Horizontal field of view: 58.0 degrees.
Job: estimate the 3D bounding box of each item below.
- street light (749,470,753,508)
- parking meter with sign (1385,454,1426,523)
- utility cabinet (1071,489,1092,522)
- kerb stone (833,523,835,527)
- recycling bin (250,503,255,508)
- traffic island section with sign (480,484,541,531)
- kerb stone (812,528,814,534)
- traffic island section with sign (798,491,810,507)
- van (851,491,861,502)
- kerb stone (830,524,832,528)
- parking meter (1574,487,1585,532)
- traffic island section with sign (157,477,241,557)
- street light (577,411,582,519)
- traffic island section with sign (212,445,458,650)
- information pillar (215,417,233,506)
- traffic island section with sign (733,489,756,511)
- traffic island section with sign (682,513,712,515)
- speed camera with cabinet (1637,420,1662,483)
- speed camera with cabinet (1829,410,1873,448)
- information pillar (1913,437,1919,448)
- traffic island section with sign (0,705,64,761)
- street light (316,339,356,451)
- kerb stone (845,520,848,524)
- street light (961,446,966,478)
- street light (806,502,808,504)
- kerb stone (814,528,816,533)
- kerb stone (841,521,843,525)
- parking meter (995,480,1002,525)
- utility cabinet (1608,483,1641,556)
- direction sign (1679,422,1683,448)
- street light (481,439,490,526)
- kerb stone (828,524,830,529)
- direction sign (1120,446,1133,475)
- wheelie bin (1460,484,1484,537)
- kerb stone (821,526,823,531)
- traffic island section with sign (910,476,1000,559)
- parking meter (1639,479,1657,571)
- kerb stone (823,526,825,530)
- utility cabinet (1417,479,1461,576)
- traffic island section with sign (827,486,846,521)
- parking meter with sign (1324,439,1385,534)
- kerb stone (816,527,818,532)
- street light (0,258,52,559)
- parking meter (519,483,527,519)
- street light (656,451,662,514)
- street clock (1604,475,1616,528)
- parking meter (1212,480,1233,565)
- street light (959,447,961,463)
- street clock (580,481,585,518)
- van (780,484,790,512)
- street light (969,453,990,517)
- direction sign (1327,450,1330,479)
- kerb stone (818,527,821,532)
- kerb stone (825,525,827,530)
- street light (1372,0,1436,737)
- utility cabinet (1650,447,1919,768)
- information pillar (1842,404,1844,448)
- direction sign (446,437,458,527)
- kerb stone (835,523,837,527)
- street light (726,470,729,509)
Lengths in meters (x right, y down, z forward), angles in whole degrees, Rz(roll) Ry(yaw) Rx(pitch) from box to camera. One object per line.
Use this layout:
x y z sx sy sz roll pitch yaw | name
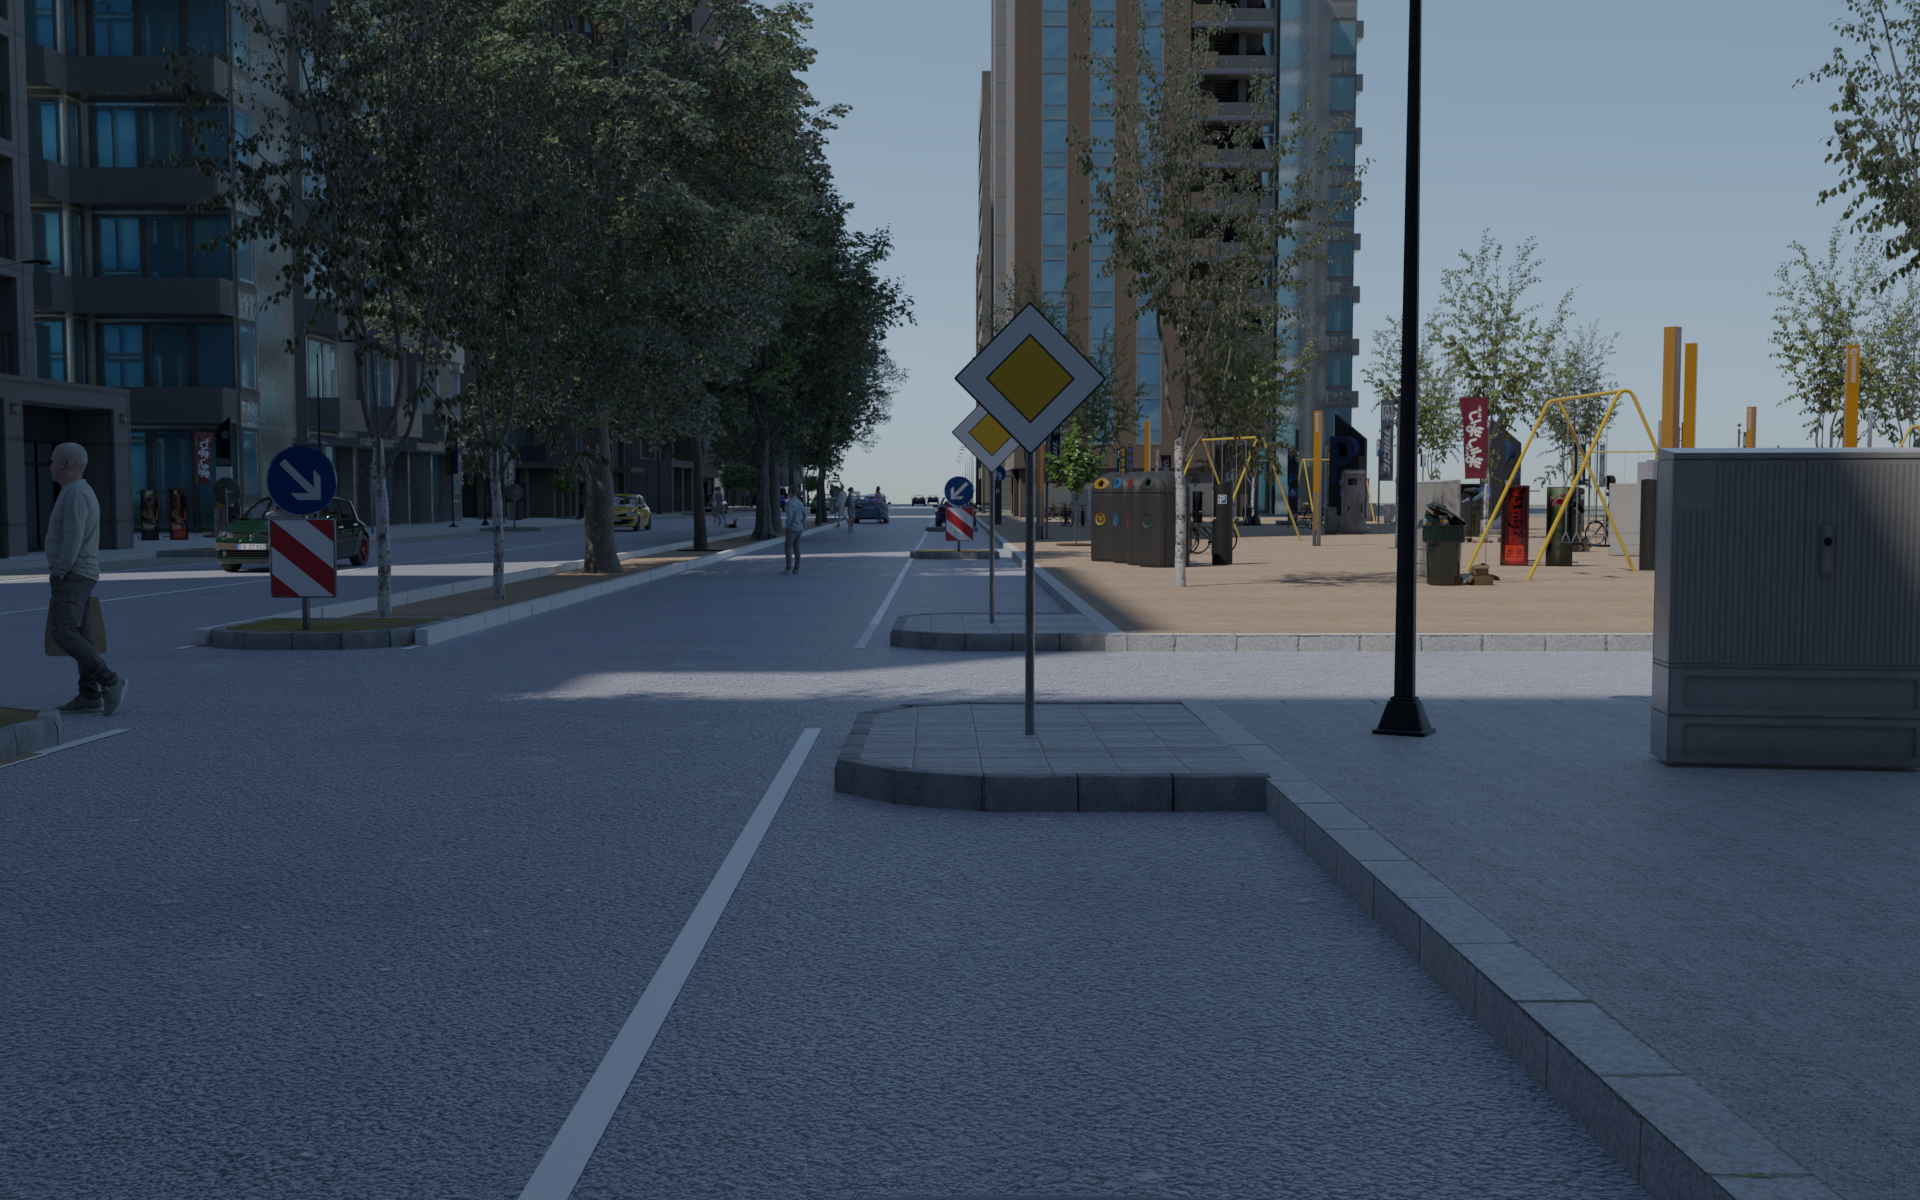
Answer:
-19.352 -11.771 164.990 1.470 5.913 1.316 0 4 0 | street light
19.675 -4.919 76.693 1.738 3.016 0.543 2 4 33 | parking meter with sign
5.575 -4.324 79.374 0.318 1.500 1.173 -3 4 -36 | utility cabinet
-5.479 -3.123 73.281 0.120 0.150 1.000 0 4 0 | kerb stone
-19.433 -2.198 48.487 0.722 1.027 0.722 -1 4 -14 | recycling bin
-17.294 -3.564 66.896 1.989 1.847 2.006 0 4 0 | traffic island section with sign
-5.404 -2.433 61.967 0.120 0.150 1.000 0 4 0 | kerb stone
-18.166 -11.577 197.911 1.989 1.847 2.006 0 4 0 | traffic island section with sign
-14.093 -13.822 232.998 2.013 2.044 4.112 0 4 -2 | van
-5.470 -2.994 71.224 0.120 0.150 1.000 0 4 0 | kerb stone
20.915 -3.066 58.548 0.372 1.533 0.369 0 3 0 | parking meter
-17.107 -1.915 39.941 1.989 1.847 2.006 0 4 0 | traffic island section with sign
-18.814 -7.053 87.851 1.470 5.913 1.316 0 4 0 | street light
-6.159 -0.533 16.855 2.006 1.907 1.989 0 4 0 | traffic island section with sign
-22.238 -3.733 52.386 0.504 3.616 0.183 0 4 4 | information pillar
-17.813 -8.288 144.140 1.989 1.847 2.006 0 4 0 | traffic island section with sign
-17.632 -6.626 116.969 1.989 1.847 2.006 0 4 0 | traffic island section with sign
19.306 -3.216 46.911 2.038 3.252 0.660 -2 4 -24 | speed camera with cabinet
20.750 -2.842 40.808 2.038 3.252 0.660 0 4 7 | speed camera with cabinet
35.830 -4.487 64.716 0.504 3.616 0.183 0 4 -5 | information pillar
-6.119 -0.080 9.448 2.006 1.907 1.989 0 4 0 | traffic island section with sign
-18.665 -4.854 51.908 1.470 5.913 1.316 0 4 0 | street light
-5.561 -3.748 83.542 0.120 0.150 1.000 0 4 0 | kerb stone
1.023 -9.818 133.070 1.470 5.913 1.316 0 4 0 | street light
-19.700 -14.725 213.292 1.470 5.913 1.316 0 4 0 | street light
-5.417 -2.496 62.997 0.120 0.150 1.000 0 4 0 | kerb stone
-5.510 -3.436 78.411 0.120 0.150 1.000 0 4 0 | kerb stone
1.530 -4.081 72.437 0.399 1.863 0.255 -1 4 -13 | parking meter
13.990 -1.649 35.636 1.173 1.500 0.318 2 4 28 | utility cabinet
22.715 -3.842 54.806 0.379 3.537 0.876 -3 4 -38 | direction sign
-18.820 -5.989 70.455 1.470 5.913 1.316 0 4 0 | street light
-5.457 -2.936 70.199 0.120 0.150 1.000 0 4 0 | kerb stone
7.864 -5.501 81.941 0.379 3.537 0.876 -3 4 -38 | direction sign
15.291 -2.691 51.900 0.980 1.594 0.693 0 3 0 | wheelie bin
-5.433 -2.684 66.074 0.120 0.150 1.000 0 4 0 | kerb stone
-0.130 -1.857 38.984 1.989 1.847 2.006 0 4 0 | traffic island section with sign
11.633 -1.267 29.122 0.372 1.533 0.369 0 3 0 | parking meter
-5.443 -2.747 67.112 0.120 0.150 1.000 0 4 0 | kerb stone
7.328 -1.099 26.642 0.318 1.500 1.173 0 4 -4 | utility cabinet
-6.672 -5.129 91.991 2.006 1.907 1.989 0 4 0 | traffic island section with sign
12.502 -3.600 55.128 1.738 3.016 0.543 0 4 2 | parking meter with sign
-5.429 -2.558 64.022 0.120 0.150 1.000 0 4 0 | kerb stone
-18.587 -3.775 34.268 1.470 5.913 1.316 0 4 0 | street light
-22.676 -5.140 89.752 0.399 1.863 0.255 1 4 15 | parking meter
-19.001 -8.546 112.263 1.470 5.913 1.316 0 4 0 | street light
24.923 -3.785 66.462 0.358 2.002 0.471 -1 4 -12 | street clock
4.769 -1.410 31.463 0.372 1.533 0.369 0 3 0 | parking meter
0.862 -10.882 150.465 1.470 5.913 1.316 0 4 0 | street light
-20.218 -5.382 92.568 0.358 2.002 0.471 -1 4 -16 | street clock
-15.027 -8.425 142.127 2.240 2.365 5.245 0 4 2 | van
1.299 -7.651 97.637 1.470 5.913 1.316 0 4 0 | street light
19.148 -5.972 89.632 0.379 3.537 0.876 0 4 -5 | direction sign
-5.423 -2.621 65.044 0.120 0.150 1.000 0 4 0 | kerb stone
-5.447 -2.805 68.151 0.120 0.150 1.000 0 4 0 | kerb stone
1.846 -2.238 9.135 1.470 5.913 1.316 0 4 0 | street light
3.913 0.033 8.138 1.173 1.500 0.318 0 4 8 | utility cabinet
22.536 -3.219 43.988 0.183 3.616 0.504 0 4 0 | information pillar
-19.666 -4.594 67.115 0.379 3.537 0.876 -3 5 -44 | direction sign
-5.491 -3.182 74.306 0.120 0.150 1.000 0 4 0 | kerb stone
-19.294 -10.691 147.345 1.470 5.913 1.316 0 4 0 | street light
